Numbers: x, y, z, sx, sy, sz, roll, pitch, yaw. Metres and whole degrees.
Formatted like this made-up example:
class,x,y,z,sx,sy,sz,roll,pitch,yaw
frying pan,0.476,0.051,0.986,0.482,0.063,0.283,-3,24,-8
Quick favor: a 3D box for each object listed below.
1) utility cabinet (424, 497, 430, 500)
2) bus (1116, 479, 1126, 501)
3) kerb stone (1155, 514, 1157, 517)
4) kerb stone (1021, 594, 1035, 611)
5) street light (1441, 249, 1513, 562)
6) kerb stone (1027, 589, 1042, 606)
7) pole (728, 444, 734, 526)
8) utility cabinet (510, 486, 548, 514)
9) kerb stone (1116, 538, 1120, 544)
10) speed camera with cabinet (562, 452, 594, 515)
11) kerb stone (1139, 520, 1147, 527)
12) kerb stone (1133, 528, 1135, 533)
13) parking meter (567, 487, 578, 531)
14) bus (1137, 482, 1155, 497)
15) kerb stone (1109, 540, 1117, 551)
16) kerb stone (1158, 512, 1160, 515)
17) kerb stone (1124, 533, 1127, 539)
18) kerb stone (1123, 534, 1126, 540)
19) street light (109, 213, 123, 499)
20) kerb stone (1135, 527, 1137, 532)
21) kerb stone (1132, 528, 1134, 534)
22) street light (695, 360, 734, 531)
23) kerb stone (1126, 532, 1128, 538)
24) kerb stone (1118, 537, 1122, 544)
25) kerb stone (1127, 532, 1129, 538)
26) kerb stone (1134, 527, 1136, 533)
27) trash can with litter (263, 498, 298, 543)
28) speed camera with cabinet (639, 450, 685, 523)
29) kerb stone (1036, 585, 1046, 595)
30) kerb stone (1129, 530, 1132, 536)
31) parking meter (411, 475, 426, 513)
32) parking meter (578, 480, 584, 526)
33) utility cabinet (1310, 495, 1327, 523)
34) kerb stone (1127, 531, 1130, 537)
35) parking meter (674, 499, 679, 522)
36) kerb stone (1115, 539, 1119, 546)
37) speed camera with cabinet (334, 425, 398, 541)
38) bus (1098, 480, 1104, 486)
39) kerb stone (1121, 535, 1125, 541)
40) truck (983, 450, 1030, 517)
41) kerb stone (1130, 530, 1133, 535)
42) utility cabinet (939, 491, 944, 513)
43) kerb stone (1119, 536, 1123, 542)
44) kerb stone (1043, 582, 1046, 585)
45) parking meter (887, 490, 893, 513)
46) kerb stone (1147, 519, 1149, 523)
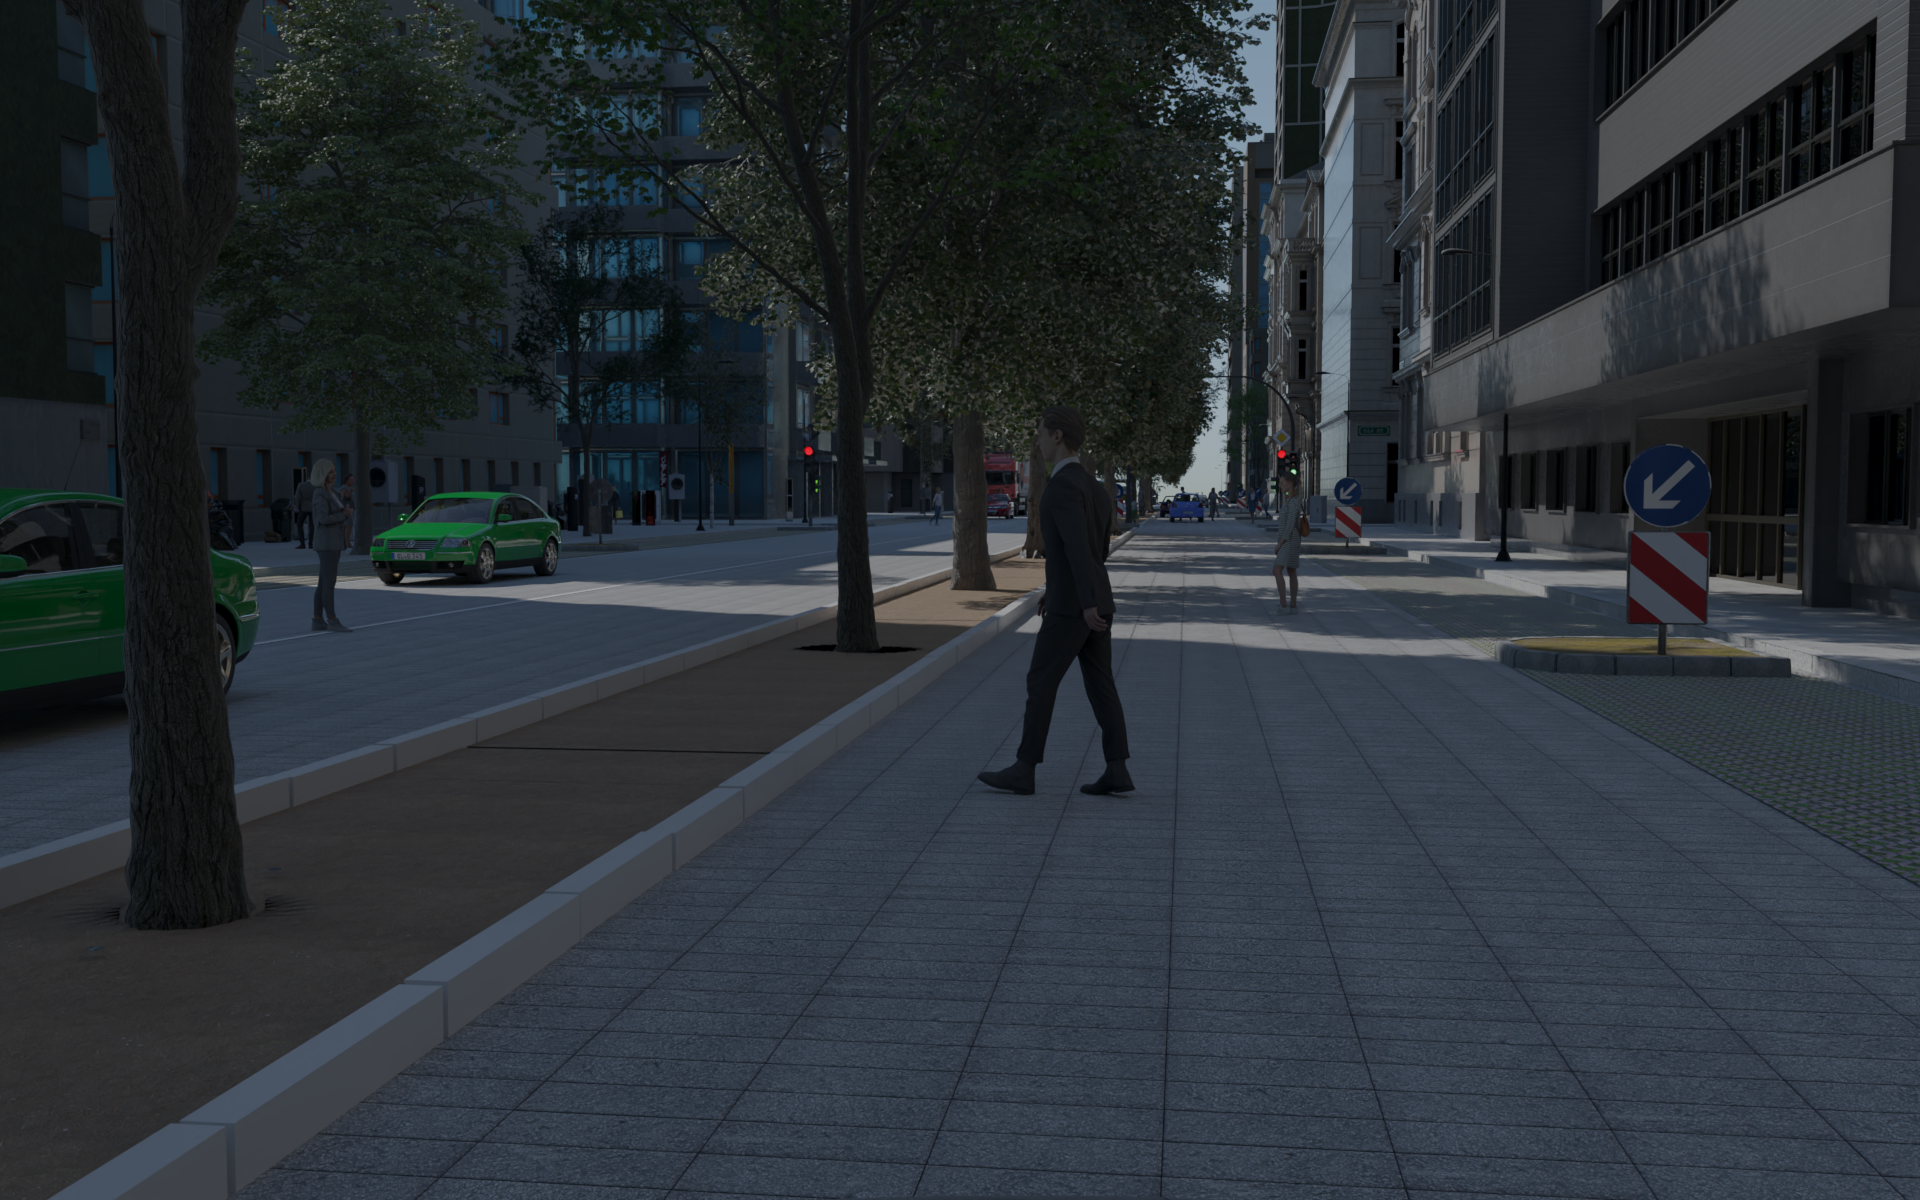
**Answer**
class,x,y,z,sx,sy,sz,roll,pitch,yaw
utility cabinet,-13.165,-2.027,44.310,1.020,1.237,0.306,1,4,15
bus,26.256,-17.755,281.846,2.896,3.916,12.252,0,4,6
kerb stone,11.037,-4.706,99.143,0.120,0.150,1.000,0,4,7
kerb stone,0.791,0.056,21.340,0.120,0.150,1.000,0,4,7
street light,9.810,-3.690,32.876,1.470,5.913,1.316,0,4,7
kerb stone,0.923,-0.010,22.361,0.120,0.150,1.000,0,4,7
pole,-9.243,-4.657,69.985,0.158,3.312,0.155,0,3,0
utility cabinet,-12.987,-2.662,52.201,1.173,1.500,0.318,2,4,27
kerb stone,4.281,-1.566,47.815,0.120,0.150,1.000,0,4,7
speed camera with cabinet,-17.938,-5.323,81.370,0.660,3.252,2.038,-3,5,-42
kerb stone,8.221,-3.399,77.795,0.120,0.150,1.000,0,4,7
kerb stone,6.017,-2.374,61.014,0.120,0.150,1.000,0,4,7
parking meter,-13.405,-3.151,59.922,0.372,1.533,0.369,0,3,0
bus,31.958,-18.662,296.666,2.896,3.916,12.252,0,4,7
kerb stone,4.010,-1.441,45.765,0.120,0.150,1.000,0,4,7
kerb stone,12.366,-5.321,109.298,0.120,0.150,1.000,0,4,7
kerb stone,4.949,-1.877,52.884,0.120,0.150,1.000,0,4,7
kerb stone,4.818,-1.813,51.870,0.120,0.150,1.000,0,4,7
street light,-12.813,-3.350,27.321,1.470,5.913,1.316,0,4,7
kerb stone,6.285,-2.496,63.046,0.120,0.150,1.000,0,4,7
kerb stone,5.879,-2.310,59.997,0.120,0.150,1.000,0,4,7
street light,-8.501,-5.352,60.053,1.470,5.913,1.316,0,4,7
kerb stone,5.084,-1.938,53.898,0.120,0.150,1.000,0,4,7
kerb stone,4.416,-1.629,48.829,0.120,0.150,1.000,0,4,7
kerb stone,5.217,-2.001,54.911,0.120,0.150,1.000,0,4,7
kerb stone,6.150,-2.436,62.028,0.120,0.150,1.000,0,4,7
trash can with litter,-17.982,-2.105,45.807,0.624,1.170,1.055,0,4,0
speed camera with cabinet,-13.338,-5.075,77.313,2.038,3.252,0.660,-1,4,-13
kerb stone,1.070,-0.067,23.373,0.120,0.150,1.000,0,4,7
kerb stone,5.484,-2.126,56.947,0.120,0.150,1.000,0,4,7
parking meter,-16.662,-2.913,53.332,0.255,1.863,0.399,2,4,25
parking meter,-15.251,-3.924,69.862,0.255,1.863,0.399,-2,4,-24
utility cabinet,15.883,-4.013,76.782,0.306,1.237,1.020,-1,4,-19
kerb stone,5.340,-2.064,55.935,0.120,0.150,1.000,0,4,7
parking meter,-13.060,-4.546,80.034,0.255,1.863,0.399,0,4,2
kerb stone,4.136,-1.500,46.788,0.120,0.150,1.000,0,4,7
speed camera with cabinet,-16.408,-3.233,47.189,2.038,3.252,0.660,1,4,8
bus,17.539,-13.813,220.704,2.948,3.499,13.247,1,4,8
kerb stone,4.680,-1.753,50.857,0.120,0.150,1.000,0,4,7
truck,2.929,-7.608,113.304,2.839,4.237,11.283,0,4,7
kerb stone,5.622,-2.188,57.968,0.120,0.150,1.000,0,4,7
utility cabinet,-1.289,-6.540,115.602,0.318,1.500,1.173,0,4,6
kerb stone,4.547,-1.691,49.843,0.120,0.150,1.000,0,4,7
kerb stone,1.200,-0.129,24.388,0.120,0.150,1.000,0,4,7
parking meter,-4.620,-6.504,114.744,0.372,1.533,0.369,0,3,0
kerb stone,8.630,-3.588,80.851,0.120,0.150,1.000,0,4,7
